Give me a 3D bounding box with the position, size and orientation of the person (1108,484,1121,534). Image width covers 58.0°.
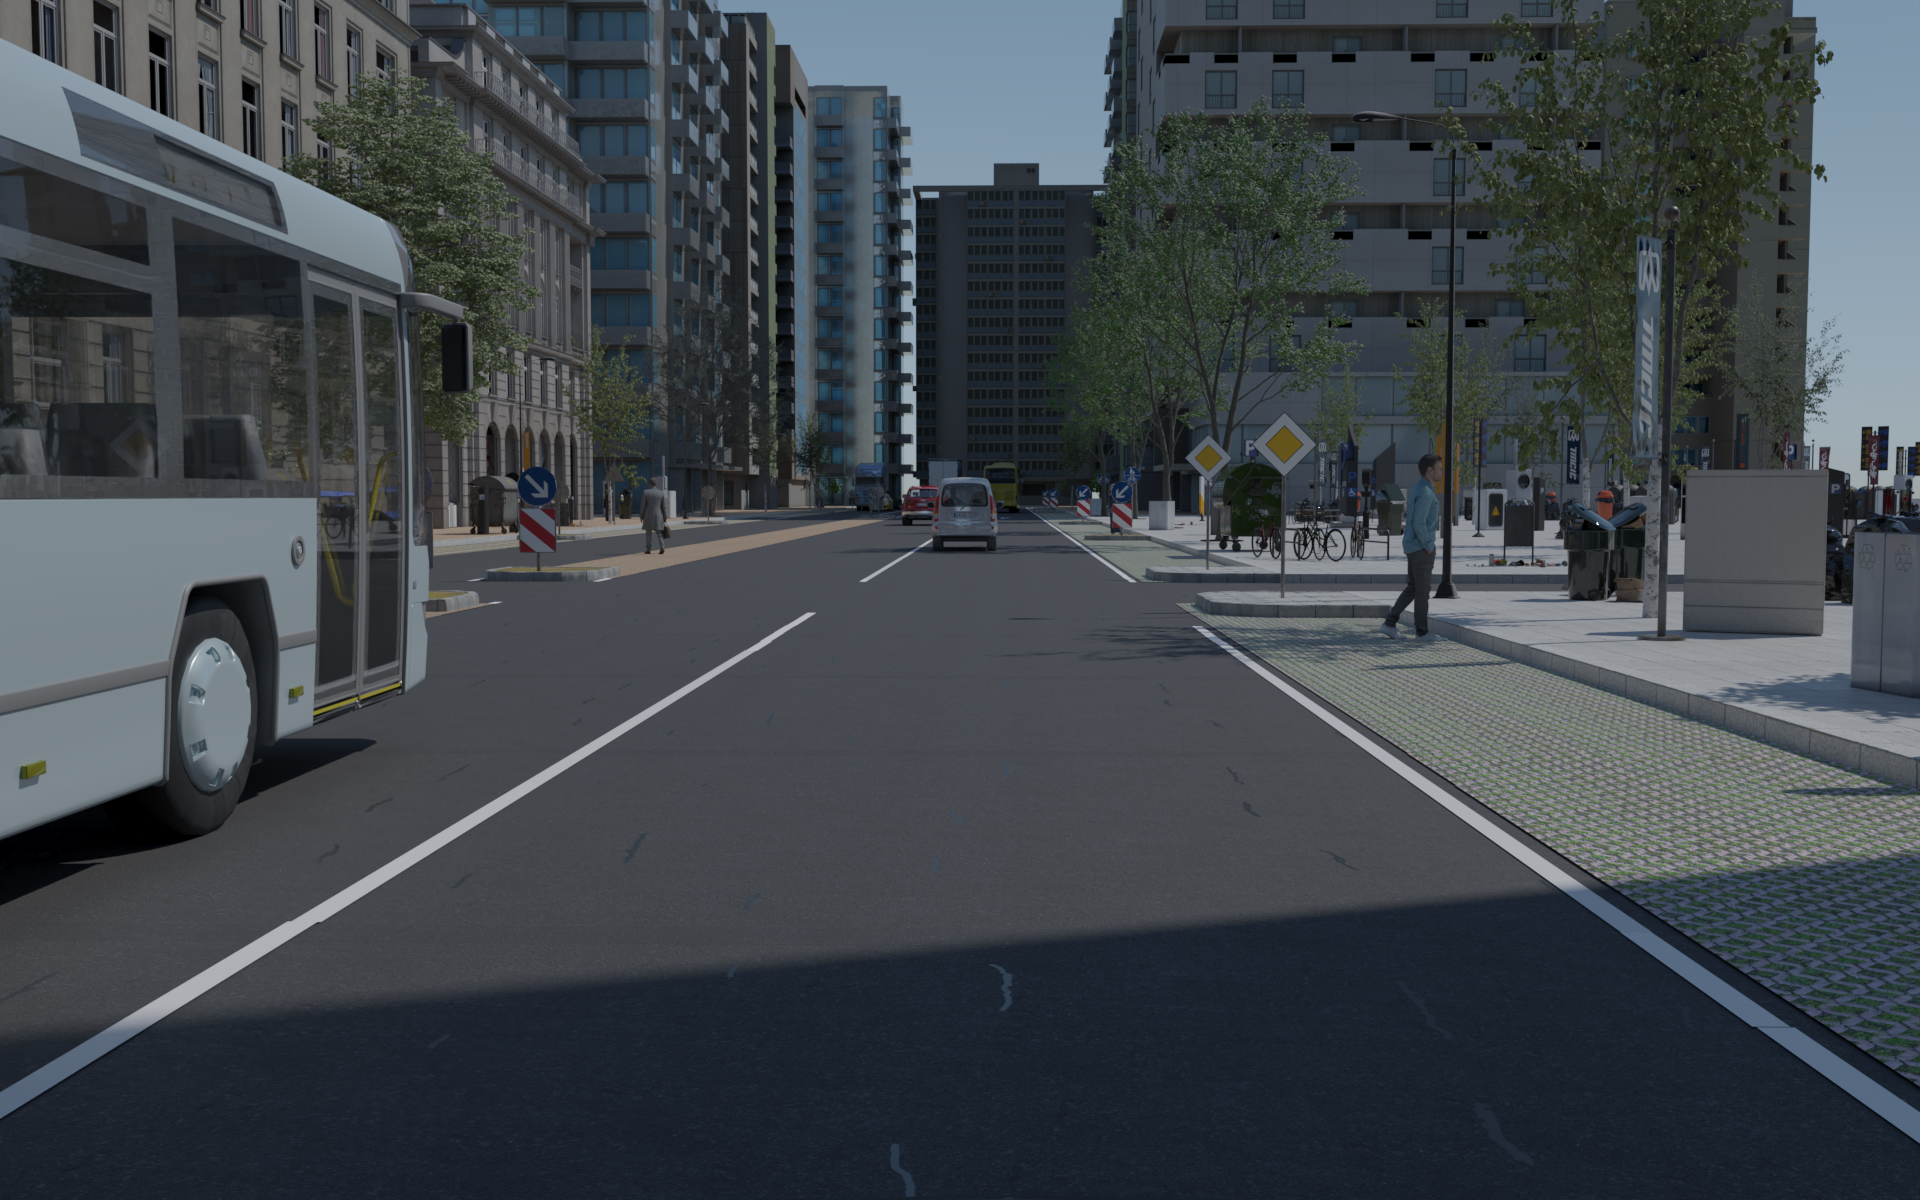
[{"bbox_3d":[5.199,-3.006,58.063,0.534,1.772,0.576,0,4,-8],"label":"person"}]

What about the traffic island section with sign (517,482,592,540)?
[{"bbox_3d":[-12.680,-2.800,54.415,1.989,1.847,2.006,0,4,2],"label":"traffic island section with sign"}]

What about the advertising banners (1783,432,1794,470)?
[{"bbox_3d":[23.325,-3.195,48.433,0.090,3.025,2.074,1,4,9],"label":"advertising banners"}]

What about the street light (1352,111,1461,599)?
[{"bbox_3d":[5.457,-2.976,21.193,1.470,5.913,1.316,0,4,2],"label":"street light"}]

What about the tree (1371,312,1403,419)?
[{"bbox_3d":[17.895,-6.972,64.360,4.737,8.622,4.395,0,3,0],"label":"tree"}]

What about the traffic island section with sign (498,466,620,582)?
[{"bbox_3d":[-6.974,-1.295,29.304,2.006,1.907,1.989,0,4,2],"label":"traffic island section with sign"}]

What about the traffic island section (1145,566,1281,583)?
[{"bbox_3d":[4.212,-0.432,29.342,2.009,0.180,2.903,0,4,2],"label":"traffic island section"}]

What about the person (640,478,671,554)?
[{"bbox_3d":[-7.262,-1.988,41.110,0.694,1.812,0.767,-2,4,-27],"label":"person"}]

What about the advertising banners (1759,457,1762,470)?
[{"bbox_3d":[37.863,-5.230,81.698,0.090,3.025,2.074,1,4,18],"label":"advertising banners"}]

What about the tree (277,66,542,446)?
[{"bbox_3d":[-14.909,-7.858,46.608,7.486,12.596,7.792,0,3,0],"label":"tree"}]

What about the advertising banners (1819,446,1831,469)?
[{"bbox_3d":[31.603,-4.184,64.590,0.090,3.025,2.074,-1,4,-18],"label":"advertising banners"}]

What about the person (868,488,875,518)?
[{"bbox_3d":[-5.150,-5.713,102.175,0.573,1.790,0.520,-3,4,-38],"label":"person"}]

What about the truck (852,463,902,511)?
[{"bbox_3d":[-7.164,-10.041,153.926,2.967,4.110,18.799,0,4,3],"label":"truck"}]

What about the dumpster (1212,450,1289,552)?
[{"bbox_3d":[6.565,-2.242,39.156,1.502,2.255,1.985,0,4,1],"label":"dumpster"}]

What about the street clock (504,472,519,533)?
[{"bbox_3d":[-14.896,-3.244,57.608,0.471,2.002,0.358,-2,4,-32],"label":"street clock"}]

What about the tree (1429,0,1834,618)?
[{"bbox_3d":[7.163,-4.134,17.954,4.737,8.622,4.395,0,3,0],"label":"tree"}]

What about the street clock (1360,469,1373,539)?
[{"bbox_3d":[11.555,-2.734,49.266,0.358,2.002,0.471,1,4,18],"label":"street clock"}]

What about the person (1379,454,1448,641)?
[{"bbox_3d":[4.426,-0.511,16.873,0.620,1.820,0.660,0,4,2],"label":"person"}]

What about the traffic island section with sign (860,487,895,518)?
[{"bbox_3d":[-4.948,-5.889,104.416,2.006,1.907,1.989,0,4,2],"label":"traffic island section with sign"}]

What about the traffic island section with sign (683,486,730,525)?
[{"bbox_3d":[-11.928,-4.480,81.883,1.989,1.847,2.006,0,4,2],"label":"traffic island section with sign"}]

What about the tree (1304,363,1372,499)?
[{"bbox_3d":[21.198,-8.989,97.325,4.737,8.622,4.395,0,3,0],"label":"tree"}]

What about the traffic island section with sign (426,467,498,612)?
[{"bbox_3d":[-7.184,-0.842,21.900,2.006,1.907,1.989,0,4,2],"label":"traffic island section with sign"}]

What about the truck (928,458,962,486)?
[{"bbox_3d":[-1.125,-9.338,141.583,2.839,4.237,11.283,0,4,2],"label":"truck"}]

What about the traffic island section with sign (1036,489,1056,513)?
[{"bbox_3d":[6.978,-7.488,131.059,1.989,1.847,2.006,0,4,2],"label":"traffic island section with sign"}]

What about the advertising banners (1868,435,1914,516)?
[{"bbox_3d":[27.087,-3.320,50.465,0.090,3.025,2.074,0,4,-7],"label":"advertising banners"}]

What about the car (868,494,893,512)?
[{"bbox_3d":[-6.470,-8.066,142.107,2.015,1.641,3.980,0,4,3],"label":"car"}]

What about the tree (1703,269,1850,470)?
[{"bbox_3d":[26.878,-6.538,57.258,4.360,8.622,3.978,0,3,0],"label":"tree"}]

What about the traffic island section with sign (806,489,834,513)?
[{"bbox_3d":[-10.584,-7.526,131.685,1.989,1.847,2.006,0,4,2],"label":"traffic island section with sign"}]

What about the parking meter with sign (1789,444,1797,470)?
[{"bbox_3d":[29.903,-3.942,60.708,1.738,3.016,0.543,0,4,-4],"label":"parking meter with sign"}]

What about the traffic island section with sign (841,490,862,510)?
[{"bbox_3d":[-9.840,-9.210,159.204,1.989,1.847,2.006,0,4,2],"label":"traffic island section with sign"}]

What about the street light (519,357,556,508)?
[{"bbox_3d":[-14.385,-5.279,58.845,1.470,5.913,1.316,0,4,2],"label":"street light"}]

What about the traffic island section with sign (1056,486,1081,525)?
[{"bbox_3d":[5.634,-4.430,81.050,1.989,1.847,2.006,0,4,2],"label":"traffic island section with sign"}]

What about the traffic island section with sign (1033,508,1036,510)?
[{"bbox_3d":[7.703,-9.136,158.004,1.989,1.847,2.006,0,4,2],"label":"traffic island section with sign"}]

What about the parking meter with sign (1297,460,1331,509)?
[{"bbox_3d":[18.439,-5.740,90.105,1.738,3.016,0.543,1,4,22],"label":"parking meter with sign"}]

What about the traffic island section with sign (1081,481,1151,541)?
[{"bbox_3d":[4.887,-2.771,53.931,1.989,1.847,2.006,0,4,2],"label":"traffic island section with sign"}]

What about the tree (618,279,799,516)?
[{"bbox_3d":[-14.339,-11.556,99.306,12.009,13.543,11.850,0,3,0],"label":"tree"}]

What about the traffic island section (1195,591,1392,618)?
[{"bbox_3d":[3.996,0.056,21.360,2.009,0.180,2.903,0,4,2],"label":"traffic island section"}]

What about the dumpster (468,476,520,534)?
[{"bbox_3d":[-15.030,-3.066,55.889,1.264,1.857,1.865,0,4,2],"label":"dumpster"}]

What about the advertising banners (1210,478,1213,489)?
[{"bbox_3d":[14.845,-6.329,99.662,0.090,3.025,2.074,3,5,42],"label":"advertising banners"}]

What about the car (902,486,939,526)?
[{"bbox_3d":[-1.583,-4.377,80.241,2.281,1.827,5.304,0,4,2],"label":"car"}]

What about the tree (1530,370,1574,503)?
[{"bbox_3d":[33.423,-9.208,100.909,4.360,8.622,3.978,0,3,0],"label":"tree"}]

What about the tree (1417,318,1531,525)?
[{"bbox_3d":[21.226,-7.447,72.114,4.360,8.622,3.978,0,3,0],"label":"tree"}]

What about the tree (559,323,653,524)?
[{"bbox_3d":[-15.088,-7.590,74.455,4.737,8.622,4.395,0,3,0],"label":"tree"}]

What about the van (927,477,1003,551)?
[{"bbox_3d":[0.129,-2.328,45.080,2.013,2.044,4.112,0,4,0],"label":"van"}]

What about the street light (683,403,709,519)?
[{"bbox_3d":[-13.493,-7.088,88.426,1.470,5.913,1.316,0,4,2],"label":"street light"}]

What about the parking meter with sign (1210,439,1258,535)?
[{"bbox_3d":[8.623,-3.567,54.589,1.738,3.016,0.543,-3,5,-40],"label":"parking meter with sign"}]
